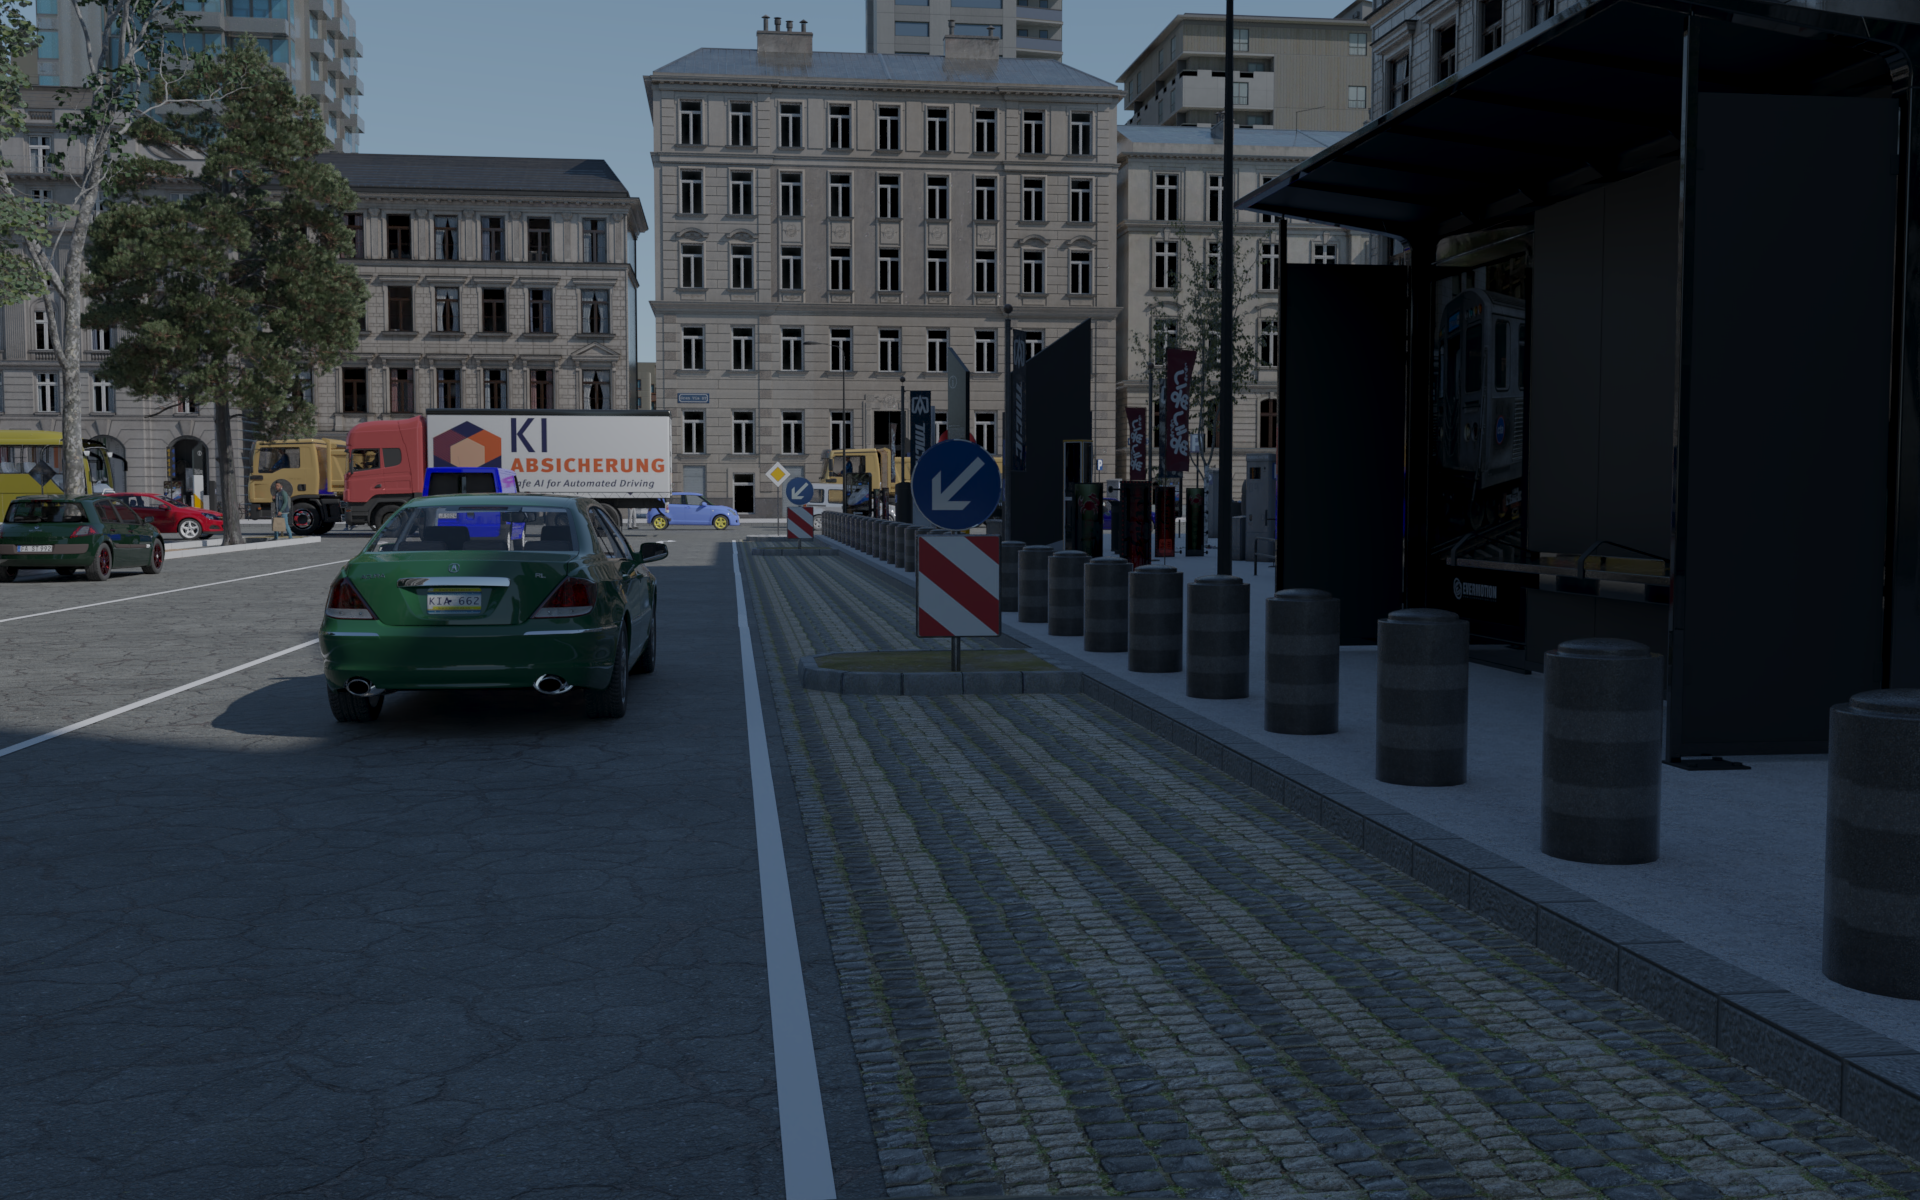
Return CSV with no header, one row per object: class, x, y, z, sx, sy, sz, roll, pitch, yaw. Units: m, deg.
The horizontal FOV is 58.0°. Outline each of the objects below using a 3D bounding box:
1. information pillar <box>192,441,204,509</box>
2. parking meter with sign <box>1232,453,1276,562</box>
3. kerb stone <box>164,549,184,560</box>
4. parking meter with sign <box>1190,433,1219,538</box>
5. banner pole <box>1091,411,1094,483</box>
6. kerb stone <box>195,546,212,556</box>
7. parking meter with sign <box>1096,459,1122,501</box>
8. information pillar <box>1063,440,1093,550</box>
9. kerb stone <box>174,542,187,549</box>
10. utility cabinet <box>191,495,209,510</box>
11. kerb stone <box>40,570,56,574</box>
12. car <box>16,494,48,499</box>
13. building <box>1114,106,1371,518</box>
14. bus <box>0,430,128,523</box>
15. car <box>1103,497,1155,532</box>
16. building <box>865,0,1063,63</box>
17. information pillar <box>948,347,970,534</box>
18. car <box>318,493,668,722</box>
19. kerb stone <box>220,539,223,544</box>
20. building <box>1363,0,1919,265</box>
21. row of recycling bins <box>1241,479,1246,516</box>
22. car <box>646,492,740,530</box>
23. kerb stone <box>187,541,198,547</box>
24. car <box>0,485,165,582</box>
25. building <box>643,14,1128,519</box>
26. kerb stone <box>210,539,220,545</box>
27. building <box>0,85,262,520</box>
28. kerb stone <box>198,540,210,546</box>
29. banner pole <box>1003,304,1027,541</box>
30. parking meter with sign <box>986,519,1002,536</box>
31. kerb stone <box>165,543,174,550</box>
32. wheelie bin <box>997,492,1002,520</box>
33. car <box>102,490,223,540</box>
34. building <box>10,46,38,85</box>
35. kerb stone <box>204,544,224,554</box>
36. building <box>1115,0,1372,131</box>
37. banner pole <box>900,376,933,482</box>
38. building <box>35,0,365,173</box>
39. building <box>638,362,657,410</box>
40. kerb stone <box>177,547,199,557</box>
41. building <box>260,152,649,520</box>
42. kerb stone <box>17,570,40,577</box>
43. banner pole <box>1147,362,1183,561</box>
information pillar,-33.301,-5.160,75.716,0.183,3.616,0.504,2,4,24
parking meter with sign,5.790,-2.232,32.760,0.543,3.016,1.738,-2,4,-35
kerb stone,-17.514,-0.997,38.490,0.120,0.150,1.000,0,4,-8
parking meter with sign,7.510,-3.315,50.460,1.738,3.016,0.543,-3,4,-37
banner pole,3.132,-3.437,46.217,0.863,3.779,0.401,1,4,16
kerb stone,-17.781,-1.121,40.524,0.120,0.150,1.000,0,4,-8
parking meter with sign,7.681,-5.507,86.302,1.738,3.016,0.543,2,4,31
information pillar,1.607,-1.170,23.623,0.304,2.012,0.304,2,4,32
kerb stone,-20.540,-1.416,45.353,0.120,0.150,1.000,0,4,-8
utility cabinet,-33.998,-4.083,77.921,1.020,1.237,0.306,-1,4,-13
kerb stone,-16.563,-0.560,31.354,0.120,0.150,1.000,0,4,-8
car,-32.395,-3.252,62.958,4.222,1.686,2.009,0,4,-7
building,25.114,-17.227,100.747,34.723,24.649,14.460,0,4,-8
bus,-39.034,-4.605,66.841,12.252,3.916,2.896,0,4,-8
car,5.092,-2.924,60.386,3.894,1.354,1.945,-1,4,-9
building,0.309,-39.524,188.217,21.231,58.520,28.212,0,4,-8
information pillar,-0.029,-2.213,27.532,0.183,3.616,0.504,-3,4,-38
car,-3.200,-0.037,12.405,2.131,1.459,4.920,0,4,-6
kerb stone,-21.092,-1.666,49.442,0.120,0.150,1.000,0,4,-8
building,15.896,-10.398,34.634,10.561,19.102,19.286,0,4,-8
row of recycling bins,7.125,-1.864,37.594,1.069,1.692,3.534,3,4,37
car,-10.648,-3.642,69.135,3.694,1.707,1.945,0,4,-7
kerb stone,-20.679,-1.479,46.373,0.120,0.150,1.000,0,4,-8
car,-15.061,-1.219,29.711,2.009,1.686,4.222,0,4,-7
building,-4.409,-18.257,95.759,25.104,27.353,12.463,0,4,-8
kerb stone,-20.956,-1.603,48.405,0.120,0.150,1.000,0,4,-8
building,-48.216,-15.196,90.254,24.055,21.916,13.314,0,4,-8
kerb stone,-20.811,-1.539,47.390,0.120,0.150,1.000,0,4,-8
banner pole,0.728,-2.024,23.112,0.401,3.779,0.863,2,4,24
parking meter with sign,1.123,-2.000,28.961,0.543,3.016,1.738,3,4,38
kerb stone,-20.405,-1.353,44.322,0.120,0.150,1.000,0,4,-8
wheelie bin,1.340,-2.234,44.431,0.693,1.594,0.980,-3,5,-43
car,-25.382,-2.779,54.471,4.494,1.783,2.155,-1,4,-9
building,-83.317,-34.102,181.261,21.600,48.544,21.300,0,4,-8
kerb stone,-17.915,-1.183,41.540,0.120,0.150,1.000,0,4,-8
building,31.670,-36.917,192.823,27.495,52.752,28.713,0,4,-8
banner pole,-0.996,-2.868,36.913,0.863,3.779,0.401,1,4,14
building,-65.492,-32.611,152.799,23.786,49.044,30.456,0,4,-8
building,-40.284,-25.378,259.961,28.899,21.520,27.650,0,4,-8
kerb stone,-17.644,-1.058,39.507,0.120,0.150,1.000,0,4,-8
building,-26.469,-13.902,91.933,19.286,19.102,10.561,0,4,-8
kerb stone,-16.413,-0.498,30.336,0.120,0.150,1.000,0,4,-8
banner pole,3.858,-2.630,33.014,0.863,3.779,0.401,0,4,7
